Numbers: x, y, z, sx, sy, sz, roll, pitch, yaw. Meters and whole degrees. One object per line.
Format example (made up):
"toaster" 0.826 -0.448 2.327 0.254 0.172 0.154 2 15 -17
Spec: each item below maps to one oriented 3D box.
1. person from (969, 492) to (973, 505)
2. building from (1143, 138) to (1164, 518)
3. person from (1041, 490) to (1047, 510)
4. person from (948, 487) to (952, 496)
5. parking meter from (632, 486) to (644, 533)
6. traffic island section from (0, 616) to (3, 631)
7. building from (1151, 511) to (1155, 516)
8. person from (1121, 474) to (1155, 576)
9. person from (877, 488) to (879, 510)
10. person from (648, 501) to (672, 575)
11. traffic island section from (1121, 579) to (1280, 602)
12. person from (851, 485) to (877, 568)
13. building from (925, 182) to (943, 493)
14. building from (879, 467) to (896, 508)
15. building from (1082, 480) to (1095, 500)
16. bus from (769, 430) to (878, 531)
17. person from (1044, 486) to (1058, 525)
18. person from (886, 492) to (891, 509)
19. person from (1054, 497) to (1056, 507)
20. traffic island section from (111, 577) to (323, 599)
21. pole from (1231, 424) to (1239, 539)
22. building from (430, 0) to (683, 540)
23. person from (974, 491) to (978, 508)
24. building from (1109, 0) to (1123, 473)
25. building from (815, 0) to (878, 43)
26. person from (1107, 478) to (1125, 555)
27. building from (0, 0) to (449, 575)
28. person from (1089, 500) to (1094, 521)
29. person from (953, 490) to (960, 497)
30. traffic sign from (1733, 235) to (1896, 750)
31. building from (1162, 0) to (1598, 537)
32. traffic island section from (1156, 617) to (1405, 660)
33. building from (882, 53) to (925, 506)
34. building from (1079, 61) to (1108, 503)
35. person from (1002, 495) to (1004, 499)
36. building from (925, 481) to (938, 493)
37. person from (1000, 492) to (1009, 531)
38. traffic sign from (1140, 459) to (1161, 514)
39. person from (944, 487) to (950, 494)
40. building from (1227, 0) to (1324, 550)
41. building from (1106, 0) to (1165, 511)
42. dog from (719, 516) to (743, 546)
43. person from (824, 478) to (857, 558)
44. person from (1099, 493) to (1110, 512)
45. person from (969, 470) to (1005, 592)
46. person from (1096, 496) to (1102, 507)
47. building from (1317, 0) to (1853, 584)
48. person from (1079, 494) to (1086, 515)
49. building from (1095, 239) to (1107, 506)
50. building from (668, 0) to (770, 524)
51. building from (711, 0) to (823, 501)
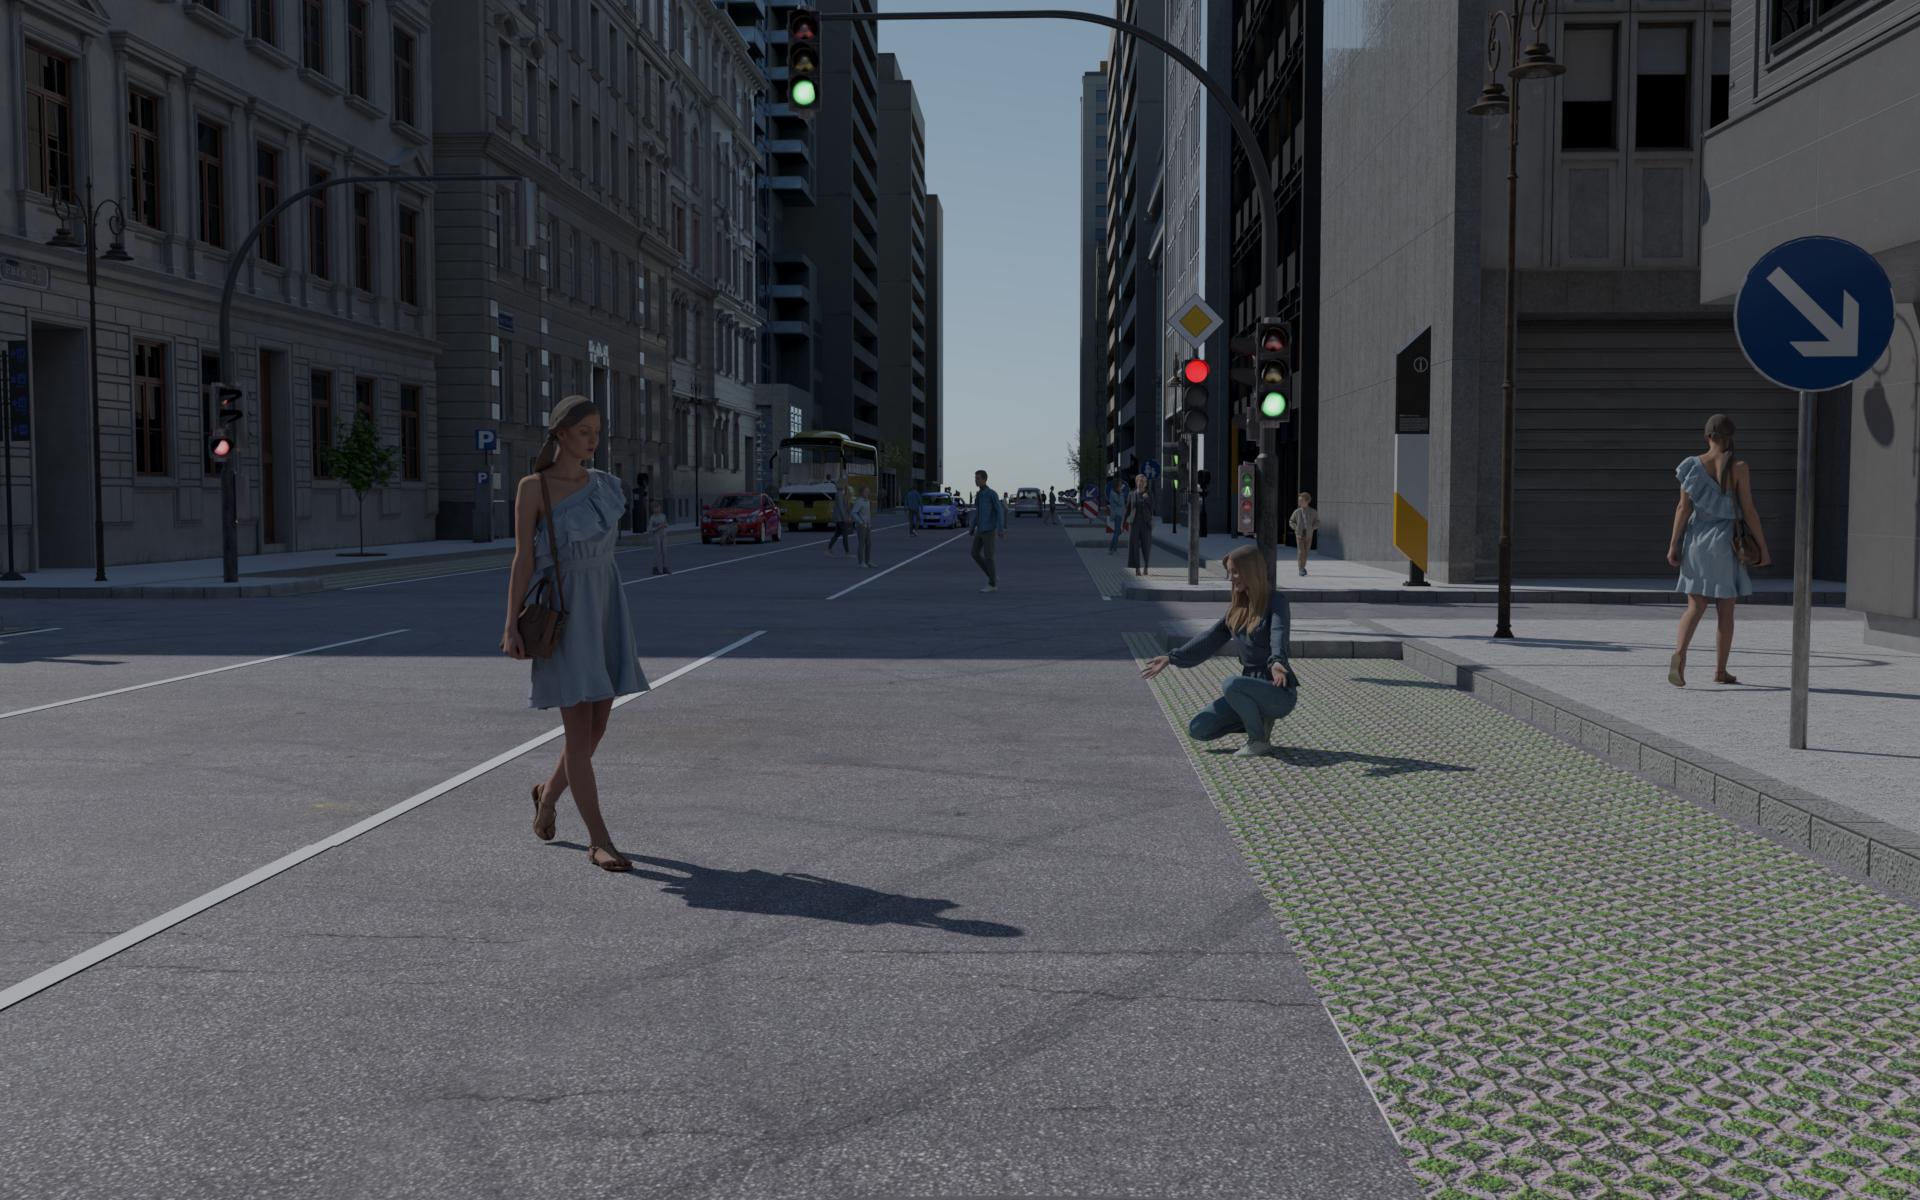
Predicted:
"person" 1.364 -11.907 203.910 0.721 1.736 1.217 -1 4 -11
"building" 16.499 -15.001 87.069 13.314 21.916 24.055 0 4 3
"person" 7.301 -8.713 151.486 0.617 1.759 0.750 0 3 0
"person" -0.558 -5.392 96.431 0.659 1.850 0.755 -3 5 -41
"parking meter" -10.516 -2.944 56.551 0.372 1.533 0.369 0 3 0
"traffic island section" -11.004 0.312 17.180 2.009 0.180 2.903 0 4 3
"building" 21.397 -29.734 109.856 21.300 48.544 21.600 0 4 3
"person" 3.131 -1.307 30.290 0.576 1.772 0.534 -1 4 -8
"person" -6.859 -8.409 143.534 0.705 1.824 1.348 -1 4 -15
"person" -5.322 -1.101 30.781 0.394 1.301 0.425 2 4 28
"traffic island section" 3.317 -0.133 24.461 2.009 0.180 2.903 0 4 3
"person" -1.866 -1.422 33.558 0.330 1.601 0.589 3 4 36
"building" -9.737 -36.789 251.605 14.600 45.320 14.200 0 4 3
"building" -16.662 -44.314 162.786 20.563 71.187 20.611 0 4 3
"building" 31.543 -32.086 216.483 32.217 40.220 23.993 0 4 3
"bus" -5.279 -4.830 70.520 2.896 3.916 12.252 0 4 4
"person" 4.259 -4.443 81.166 0.654 1.822 0.581 1 4 15
"person" -6.288 -8.684 151.292 0.557 1.426 1.065 -2 4 -26
"person" 9.336 -9.904 173.619 0.628 1.438 0.799 1 4 9
"traffic island section" -10.607 -0.176 25.155 2.009 0.180 2.903 0 4 3
"pole" 7.910 -3.424 49.821 0.158 3.312 0.155 0 3 0
"building" -18.101 -16.044 59.576 12.463 27.353 25.104 0 4 3
"person" 1.656 -10.113 174.561 1.217 1.735 0.721 3 5 42
"building" 24.057 -31.600 136.274 23.786 49.044 30.456 0 4 3
"building" -18.323 -31.717 142.267 21.300 48.544 21.600 0 4 3
"person" 3.634 -1.930 40.328 0.793 1.790 0.793 -1 4 -22
"building" -19.614 -12.265 36.682 11.583 22.565 21.152 0 4 3
"person" 6.868 -4.739 90.664 0.332 1.250 0.352 -3 4 -37
"person" -0.225 -7.540 132.324 0.990 1.755 0.434 -2 4 -24
"traffic sign" 4.226 -0.523 8.654 0.768 2.556 0.104 0 4 5
"building" 14.302 -15.081 64.595 12.078 24.808 19.932 0 4 3
"traffic island section" 2.920 0.354 16.485 2.009 0.180 2.903 0 4 3
"building" -15.284 -34.960 195.290 21.300 48.544 21.600 0 4 3
"building" 27.326 -42.843 242.486 21.231 58.520 28.212 0 4 3
"person" 6.639 -15.087 258.394 0.991 1.433 0.599 3 5 43
"building" -19.407 -33.105 233.155 32.217 40.220 23.993 0 4 3
"person" 1.749 -3.429 67.159 0.523 1.515 0.503 -2 4 -25
"traffic sign" 6.939 -3.861 63.231 0.768 2.556 0.104 0 4 7
"person" -0.769 -4.956 89.704 0.511 1.800 0.466 0 4 1
"building" 14.312 -13.268 46.604 12.332 23.373 15.834 0 4 3
"building" 24.809 -32.940 162.263 21.300 48.544 21.600 0 4 3
"dog" -6.430 -1.899 47.888 0.800 0.831 0.513 3 5 43
"person" -2.679 -1.845 38.846 0.728 1.800 0.709 0 4 -2
"person" 10.528 -7.155 123.022 1.348 1.824 0.705 -1 4 -13
"person" 0.407 -1.008 25.323 0.444 1.785 0.601 -2 4 -24
"person" 14.394 -10.376 181.371 0.991 1.433 0.599 2 4 25
"building" 17.183 -12.930 29.431 19.932 24.808 12.078 0 4 3
"person" 8.253 -6.412 116.574 0.421 1.427 0.697 -1 4 -17
"building" 22.415 -26.016 197.060 14.160 30.474 14.107 0 4 3
"building" -17.838 -18.131 83.840 14.401 28.519 23.554 0 4 3
"building" -20.394 -49.068 114.927 22.319 86.520 31.000 0 4 3
